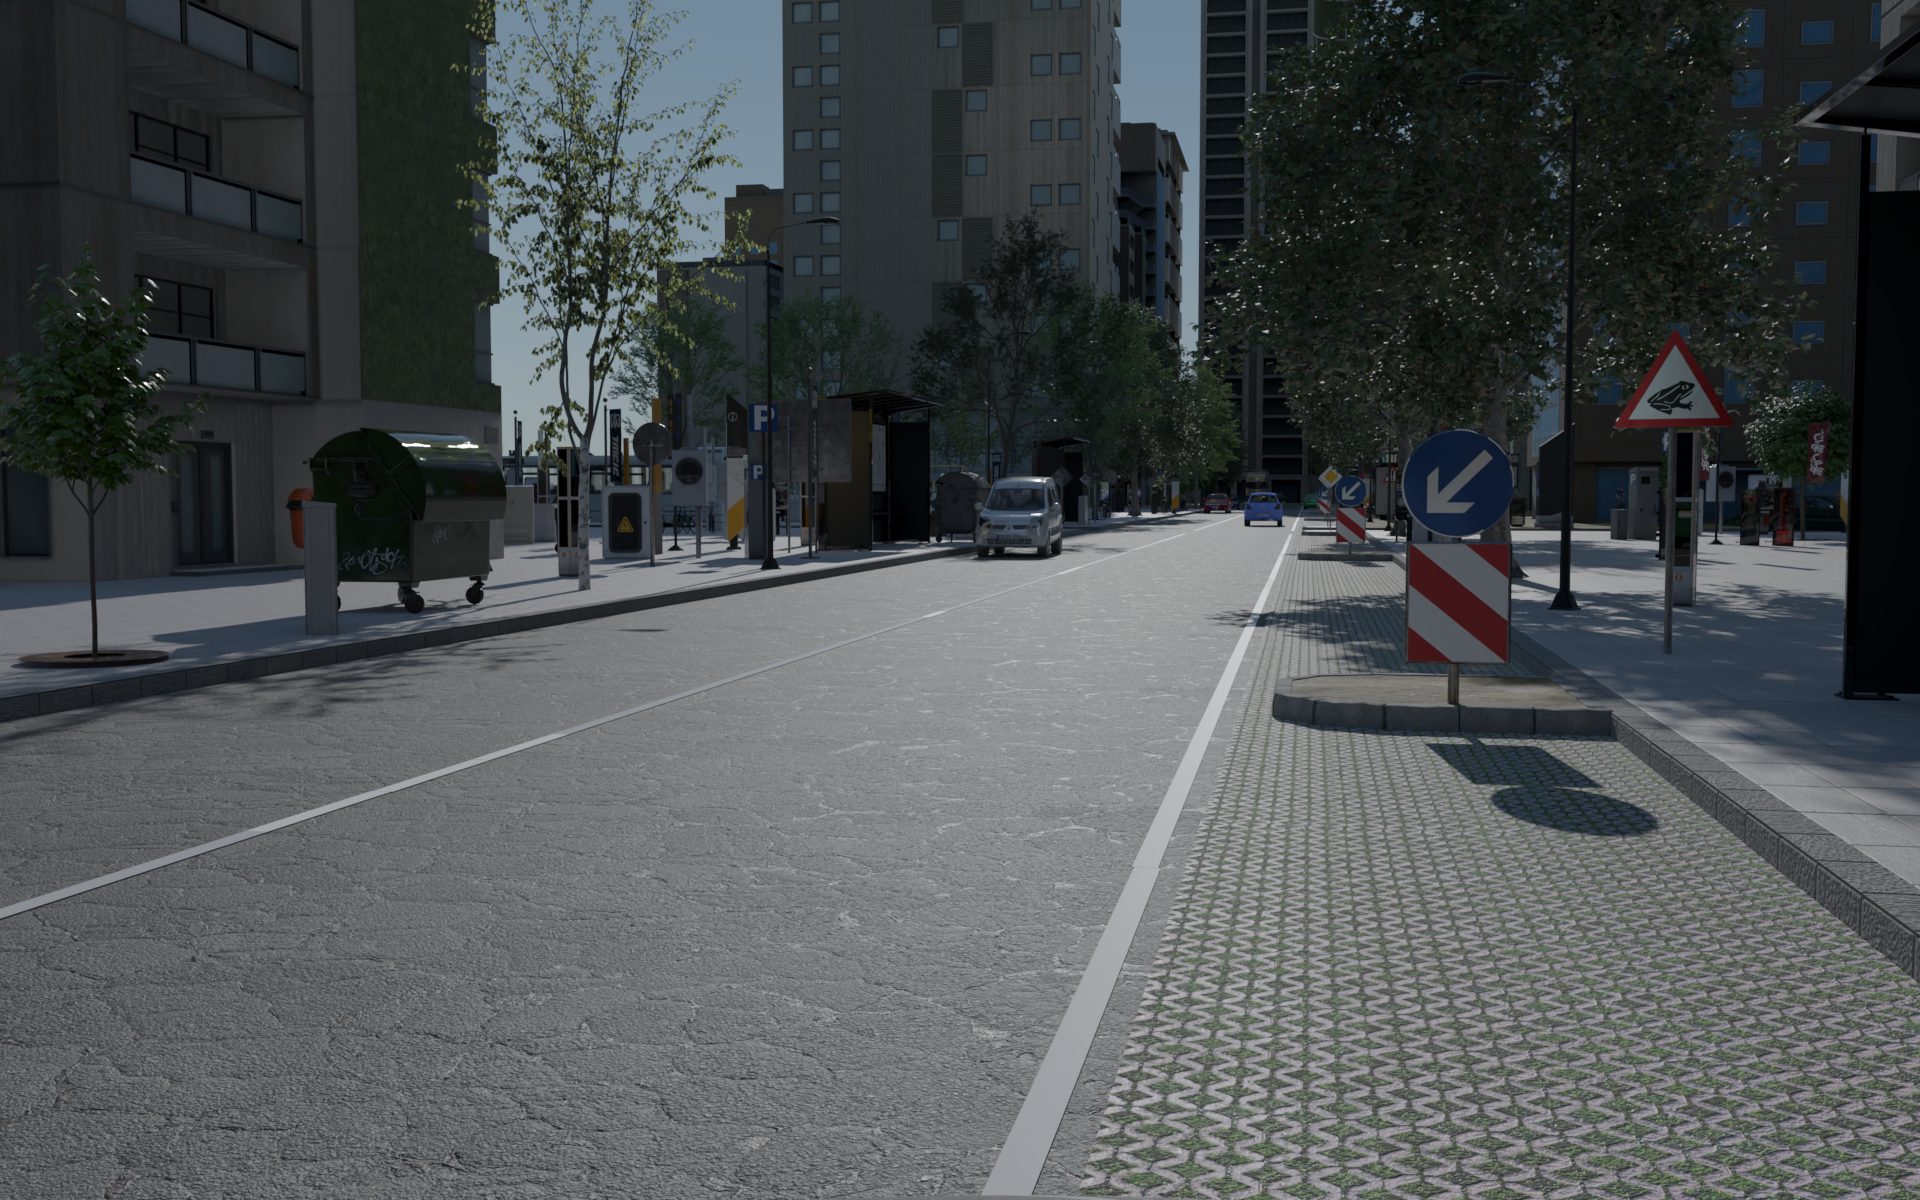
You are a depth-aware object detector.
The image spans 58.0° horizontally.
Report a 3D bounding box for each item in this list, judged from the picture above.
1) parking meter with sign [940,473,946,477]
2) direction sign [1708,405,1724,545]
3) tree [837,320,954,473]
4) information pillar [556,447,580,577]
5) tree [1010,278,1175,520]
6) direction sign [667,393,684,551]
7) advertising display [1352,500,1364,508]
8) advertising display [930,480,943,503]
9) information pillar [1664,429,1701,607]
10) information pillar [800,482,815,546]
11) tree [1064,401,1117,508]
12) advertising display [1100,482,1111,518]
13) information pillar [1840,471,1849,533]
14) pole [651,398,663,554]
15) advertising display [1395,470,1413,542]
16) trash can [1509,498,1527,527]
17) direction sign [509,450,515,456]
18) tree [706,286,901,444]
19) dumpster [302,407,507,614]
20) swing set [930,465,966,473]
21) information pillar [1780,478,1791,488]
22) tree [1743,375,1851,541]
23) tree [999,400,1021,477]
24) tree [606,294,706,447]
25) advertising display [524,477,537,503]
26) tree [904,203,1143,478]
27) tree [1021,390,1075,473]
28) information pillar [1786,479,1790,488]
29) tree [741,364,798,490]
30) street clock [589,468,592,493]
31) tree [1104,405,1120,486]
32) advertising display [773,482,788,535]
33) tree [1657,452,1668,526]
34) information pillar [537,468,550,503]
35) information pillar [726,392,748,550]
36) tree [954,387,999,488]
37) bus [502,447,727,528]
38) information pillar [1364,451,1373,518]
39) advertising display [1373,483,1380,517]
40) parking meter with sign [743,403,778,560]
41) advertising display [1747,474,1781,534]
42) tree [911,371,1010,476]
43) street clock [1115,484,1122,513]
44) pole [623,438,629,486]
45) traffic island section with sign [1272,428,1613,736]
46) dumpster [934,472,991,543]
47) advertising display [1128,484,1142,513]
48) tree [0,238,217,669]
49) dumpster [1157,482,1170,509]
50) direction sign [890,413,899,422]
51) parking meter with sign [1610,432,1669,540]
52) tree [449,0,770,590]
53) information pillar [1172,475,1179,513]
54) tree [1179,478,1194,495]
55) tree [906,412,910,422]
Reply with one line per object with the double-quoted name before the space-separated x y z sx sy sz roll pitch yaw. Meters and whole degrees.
"parking meter with sign" -0.824 -9.028 143.874 0.543 3.016 1.738 3 5 44
"direction sign" 19.182 -3.171 43.842 0.379 3.537 0.876 2 4 34
"tree" -3.292 -7.578 74.257 4.360 8.622 3.978 0 3 0
"information pillar" -6.054 -1.374 26.954 0.304 2.012 0.304 3 5 40
"tree" 6.468 -9.731 84.862 9.928 11.665 9.643 0 3 0
"direction sign" -6.437 -2.883 39.131 0.379 3.537 0.876 -2 4 -28
"advertising display" 19.854 -4.967 86.426 0.123 1.923 0.974 3 5 43
"advertising display" -1.116 -4.645 81.153 0.123 1.923 0.974 -2 4 -34
"information pillar" 8.255 -0.936 19.792 0.304 2.012 0.304 2 4 31
"information pillar" -3.777 -2.353 42.957 0.304 2.012 0.304 1 4 12
"tree" 9.938 -10.998 130.184 4.737 8.622 4.395 0 3 0
"advertising display" 7.738 -5.329 92.343 0.123 1.923 0.974 -2 4 -26
"information pillar" 29.133 -4.007 56.877 0.183 3.616 0.504 0 4 -7
"pole" -6.449 -2.631 36.864 0.158 3.312 0.155 0 3 0
"advertising display" 12.063 -2.498 46.050 0.974 1.923 0.123 1 4 9
"trash can" 21.927 -3.456 68.151 0.748 1.137 0.748 0 3 0
"direction sign" -23.038 -5.943 89.165 0.379 3.537 0.876 0 4 5
"tree" -6.976 -9.779 85.648 9.928 11.665 9.643 0 3 0
"dumpster" -6.192 -1.032 19.370 1.502 2.255 1.985 1 4 11
"swing set" -0.961 -5.948 94.874 3.119 2.851 2.862 1 4 23
"information pillar" 33.188 -3.986 69.668 0.304 2.012 0.304 -1 4 -18
"tree" 23.452 -3.926 47.906 4.285 4.588 4.351 0 3 0
"tree" 3.832 -11.059 131.178 4.360 8.622 3.978 0 3 0
"tree" -14.633 -9.991 89.109 9.928 11.665 9.643 0 3 0
"advertising display" -16.040 -3.702 65.740 0.974 1.923 0.123 0 4 4
"tree" 1.542 -7.425 55.804 7.601 10.594 8.767 3 5 40
"tree" 6.882 -10.692 125.181 4.360 8.622 3.978 0 3 0
"information pillar" 30.452 -4.422 63.662 0.183 3.616 0.504 1 4 21
"tree" -10.416 -9.034 98.074 4.737 8.622 4.395 0 3 0
"street clock" -9.423 -2.370 43.327 0.358 2.002 0.471 1 4 21
"tree" 11.972 -11.539 139.031 4.360 8.622 3.978 0 3 0
"advertising display" -5.845 -3.002 54.295 0.974 1.923 0.123 -1 4 -21
"tree" 28.477 -4.578 69.446 1.663 3.219 1.824 0 3 0
"information pillar" -11.958 -2.769 49.763 0.304 2.012 0.304 0 4 1
"information pillar" -5.148 -2.973 39.956 0.504 3.616 0.183 0 4 -2
"tree" -0.512 -9.626 107.742 4.360 8.622 3.978 0 3 0
"bus" -15.452 -4.607 70.188 13.247 3.499 2.948 1 4 12
"information pillar" 22.232 -6.305 94.446 0.504 3.616 0.183 0 4 7
"advertising display" 23.716 -5.668 97.889 0.974 1.923 0.123 -3 4 -37
"parking meter with sign" -3.997 -2.321 34.207 0.543 3.016 1.738 -1 4 -15
"advertising display" 25.508 -3.045 55.007 0.974 1.923 0.123 2 4 25
"tree" 0.507 -9.276 102.021 4.737 8.622 4.395 0 3 0
"street clock" 11.004 -7.093 120.541 0.471 2.002 0.358 0 4 -1
"pole" -12.116 -4.226 62.932 0.158 3.312 0.155 0 3 0
"traffic island section with sign" 3.065 -0.163 11.296 1.989 1.847 2.006 1 4 11
"dumpster" 0.062 -2.473 46.193 1.264 1.857 1.865 1 4 11
"advertising display" 11.017 -6.368 109.326 0.974 1.923 0.123 -2 4 -28
"tree" -6.519 -1.140 13.239 1.663 3.219 1.824 0 3 0
"dumpster" 15.690 -8.006 133.388 1.502 2.255 1.985 1 4 11
"direction sign" -1.804 -3.312 46.147 0.379 3.537 0.876 -2 4 -25
"parking meter with sign" 19.233 -3.214 48.808 1.738 3.016 0.543 -1 4 -13
"tree" -4.906 -4.453 23.164 4.360 8.622 3.978 0 3 0
"information pillar" 14.268 -7.547 114.741 0.504 3.616 0.183 1 4 23
"tree" 17.639 -8.806 138.587 1.663 3.219 1.824 0 3 0
"tree" -3.137 -11.310 135.281 4.737 8.622 4.395 0 3 0
